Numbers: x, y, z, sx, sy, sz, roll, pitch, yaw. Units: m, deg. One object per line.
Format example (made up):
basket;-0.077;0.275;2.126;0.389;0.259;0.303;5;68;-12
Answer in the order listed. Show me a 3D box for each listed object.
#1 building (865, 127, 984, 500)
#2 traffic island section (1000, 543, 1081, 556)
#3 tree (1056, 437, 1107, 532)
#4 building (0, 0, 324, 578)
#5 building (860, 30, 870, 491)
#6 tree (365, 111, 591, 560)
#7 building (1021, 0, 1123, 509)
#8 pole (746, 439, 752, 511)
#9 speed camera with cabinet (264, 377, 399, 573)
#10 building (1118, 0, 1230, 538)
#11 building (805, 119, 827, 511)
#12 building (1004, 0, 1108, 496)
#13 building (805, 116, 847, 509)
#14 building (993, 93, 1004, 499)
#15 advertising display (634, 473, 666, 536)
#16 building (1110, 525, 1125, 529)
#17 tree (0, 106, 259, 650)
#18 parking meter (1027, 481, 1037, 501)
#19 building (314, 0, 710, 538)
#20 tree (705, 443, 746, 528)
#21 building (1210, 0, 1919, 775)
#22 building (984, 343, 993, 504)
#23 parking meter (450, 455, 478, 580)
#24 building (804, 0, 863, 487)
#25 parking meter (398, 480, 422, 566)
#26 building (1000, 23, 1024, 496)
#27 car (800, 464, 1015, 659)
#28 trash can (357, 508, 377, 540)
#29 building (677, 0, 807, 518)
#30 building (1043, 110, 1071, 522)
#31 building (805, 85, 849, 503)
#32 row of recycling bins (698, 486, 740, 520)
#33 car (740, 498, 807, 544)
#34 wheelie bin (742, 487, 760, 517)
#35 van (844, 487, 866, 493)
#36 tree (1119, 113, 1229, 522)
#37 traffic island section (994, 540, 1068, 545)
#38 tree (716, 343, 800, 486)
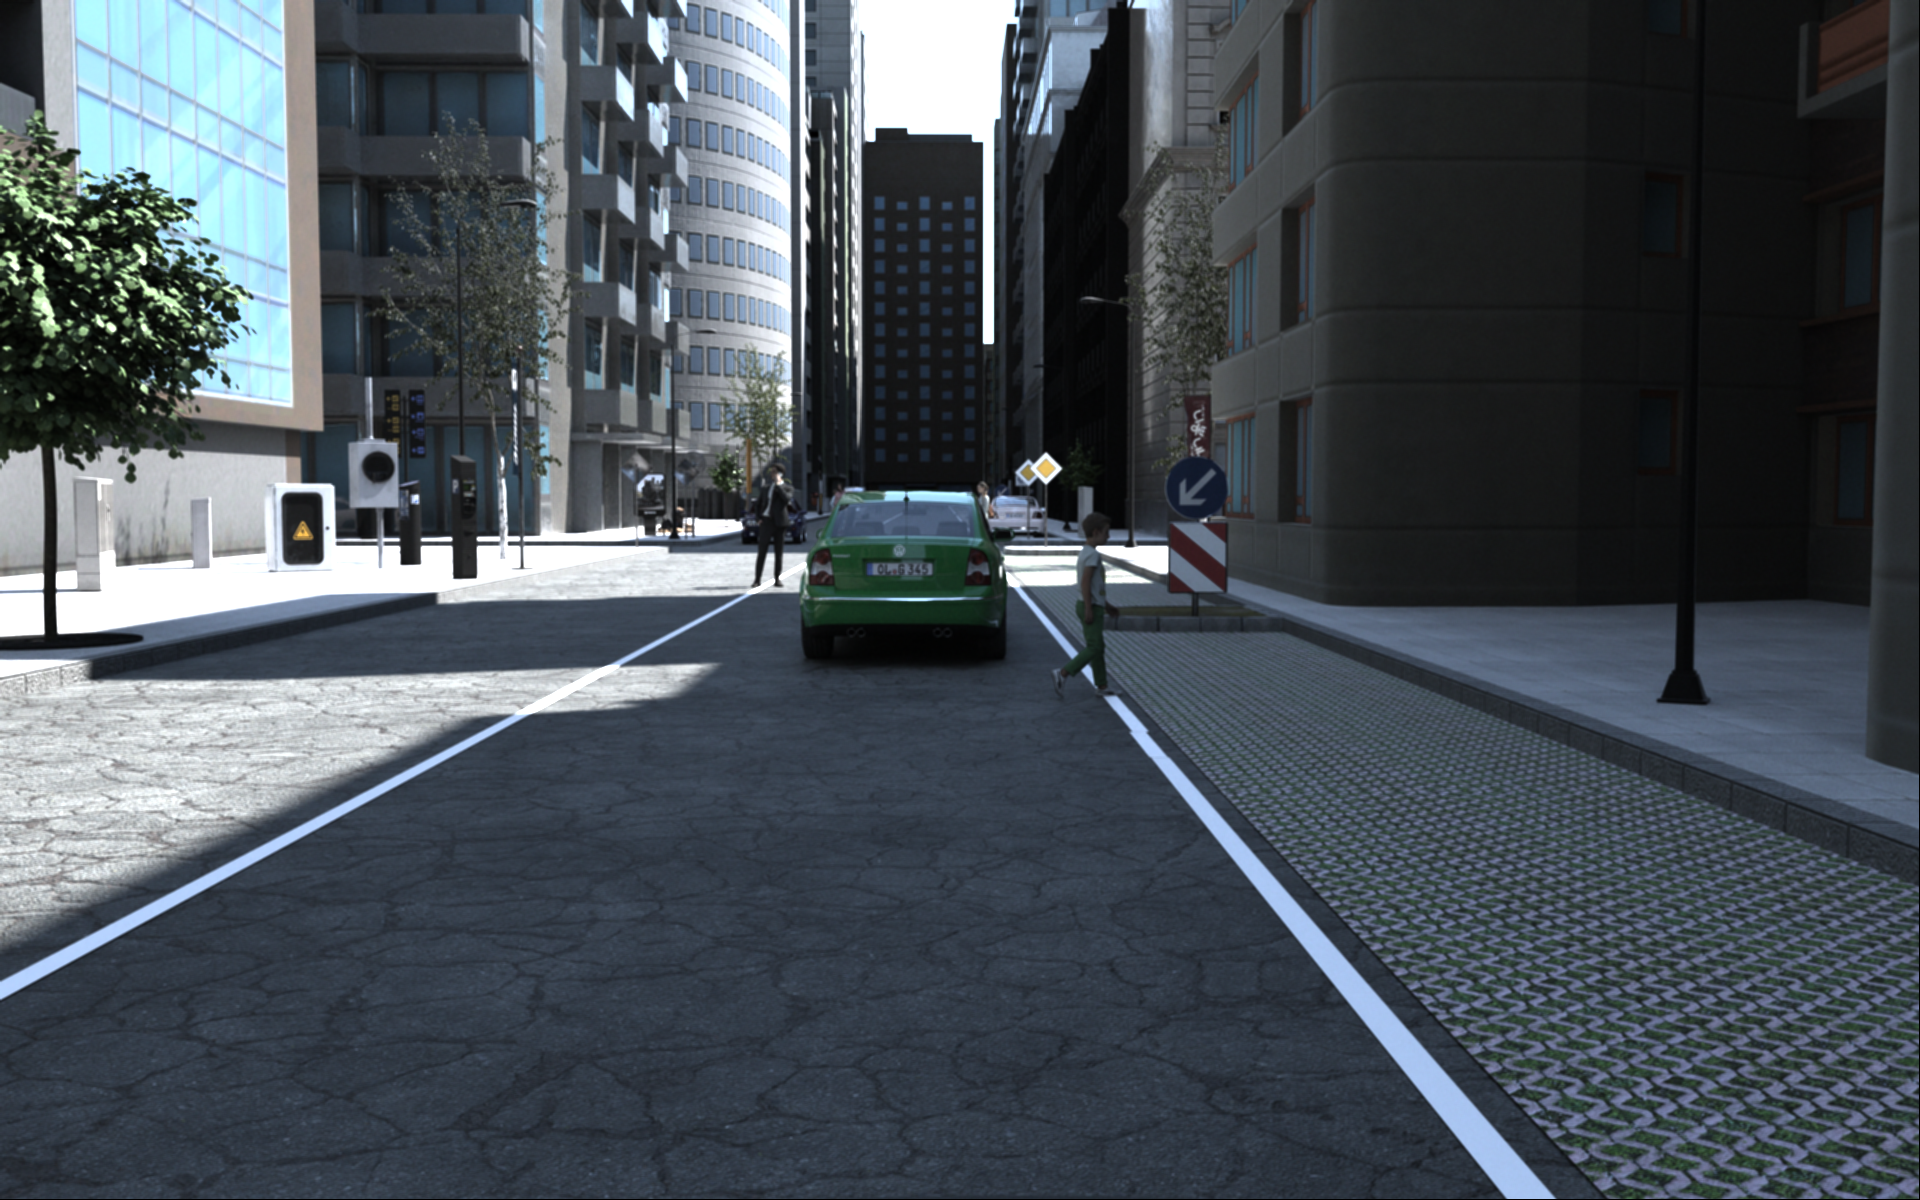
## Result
building;-4.321;-34.532;214.707;14.200;45.320;14.600;0;4;-1
traffic island section;2.062;-1.156;41.186;2.009;0.180;2.903;0;4;-1
tree;3.918;-3.926;58.788;1.663;3.219;1.824;0;3;0
building;-21.462;-23.304;31.127;14.200;45.320;14.600;0;4;-1
building;-25.585;-41.398;218.848;28.212;58.520;21.231;0;4;-1
tree;-8.997;-5.078;33.395;4.360;8.622;3.978;0;3;0
building;10.120;-20.271;108.916;11.434;29.767;29.804;0;4;-1
pole;-7.795;-4.290;63.987;0.158;3.312;0.155;0;3;0
speed camera with cabinet;-10.461;-2.111;28.851;2.038;3.252;0.660;-3;4;-36
building;18.070;-15.780;55.272;25.104;27.353;12.463;0;4;-1
building;-17.657;-21.979;131.056;14.160;30.474;14.107;0;4;-1
building;15.773;-31.883;140.887;23.786;49.044;30.456;0;4;-1
building;-26.273;-27.999;149.668;32.217;40.220;23.993;0;4;-1
building;10.993;-30.214;177.586;14.154;41.232;14.086;0;4;-1
advertising display;-9.543;-2.941;53.302;0.974;1.923;0.123;0;4;1
building;11.340;-14.700;70.024;12.332;23.373;15.834;0;4;-1
tree;-7.784;-1.896;14.717;4.285;4.588;4.351;0;3;0
parking meter;3.141;-4.292;75.883;0.399;1.863;0.255;1;4;16
building;-22.328;-27.135;63.272;23.786;49.044;30.456;0;4;-1
tree;-8.808;-4.381;66.228;1.663;3.219;1.824;0;3;0
building;18.133;-10.318;13.736;27.650;21.520;28.899;0;4;-1
building;17.518;-23.114;222.953;28.899;21.520;27.650;0;4;-1
parking meter;-7.473;-1.248;26.113;0.255;1.863;0.399;-3;5;-42
building;-21.407;-45.838;187.709;20.611;71.187;20.563;0;4;-1
parking meter;-9.908;-1.394;31.207;0.372;1.533;0.369;0;3;0
building;10.959;-31.383;163.229;14.600;45.320;14.200;0;4;-1
car;-0.451;-0.467;16.433;1.959;1.807;4.718;0;4;1
trash can;-16.713;-2.281;48.946;0.748;1.137;0.748;0;3;0
building;-20.754;-34.274;102.373;21.231;58.520;28.212;0;4;-1
building;10.786;-15.698;86.340;12.332;23.373;15.834;0;4;-1
building;-18.263;-29.673;168.741;14.154;41.232;14.086;0;4;-1
row of recycling bins;-12.209;-4.916;87.487;1.069;1.692;3.534;-2;4;-35
car;-5.444;-2.343;50.891;1.945;1.354;3.894;0;4;-2
wheelie bin;-9.775;-4.484;81.229;0.980;1.594;0.693;-2;4;-30
van;-6.079;-5.618;98.861;2.013;2.044;4.112;0;4;0
tree;5.017;-5.148;34.526;4.360;8.622;3.978;0;3;0
traffic island section;1.963;-1.645;49.170;2.009;0.180;2.903;0;4;-1
tree;-9.569;-8.144;83.515;4.737;8.622;4.395;0;3;0
